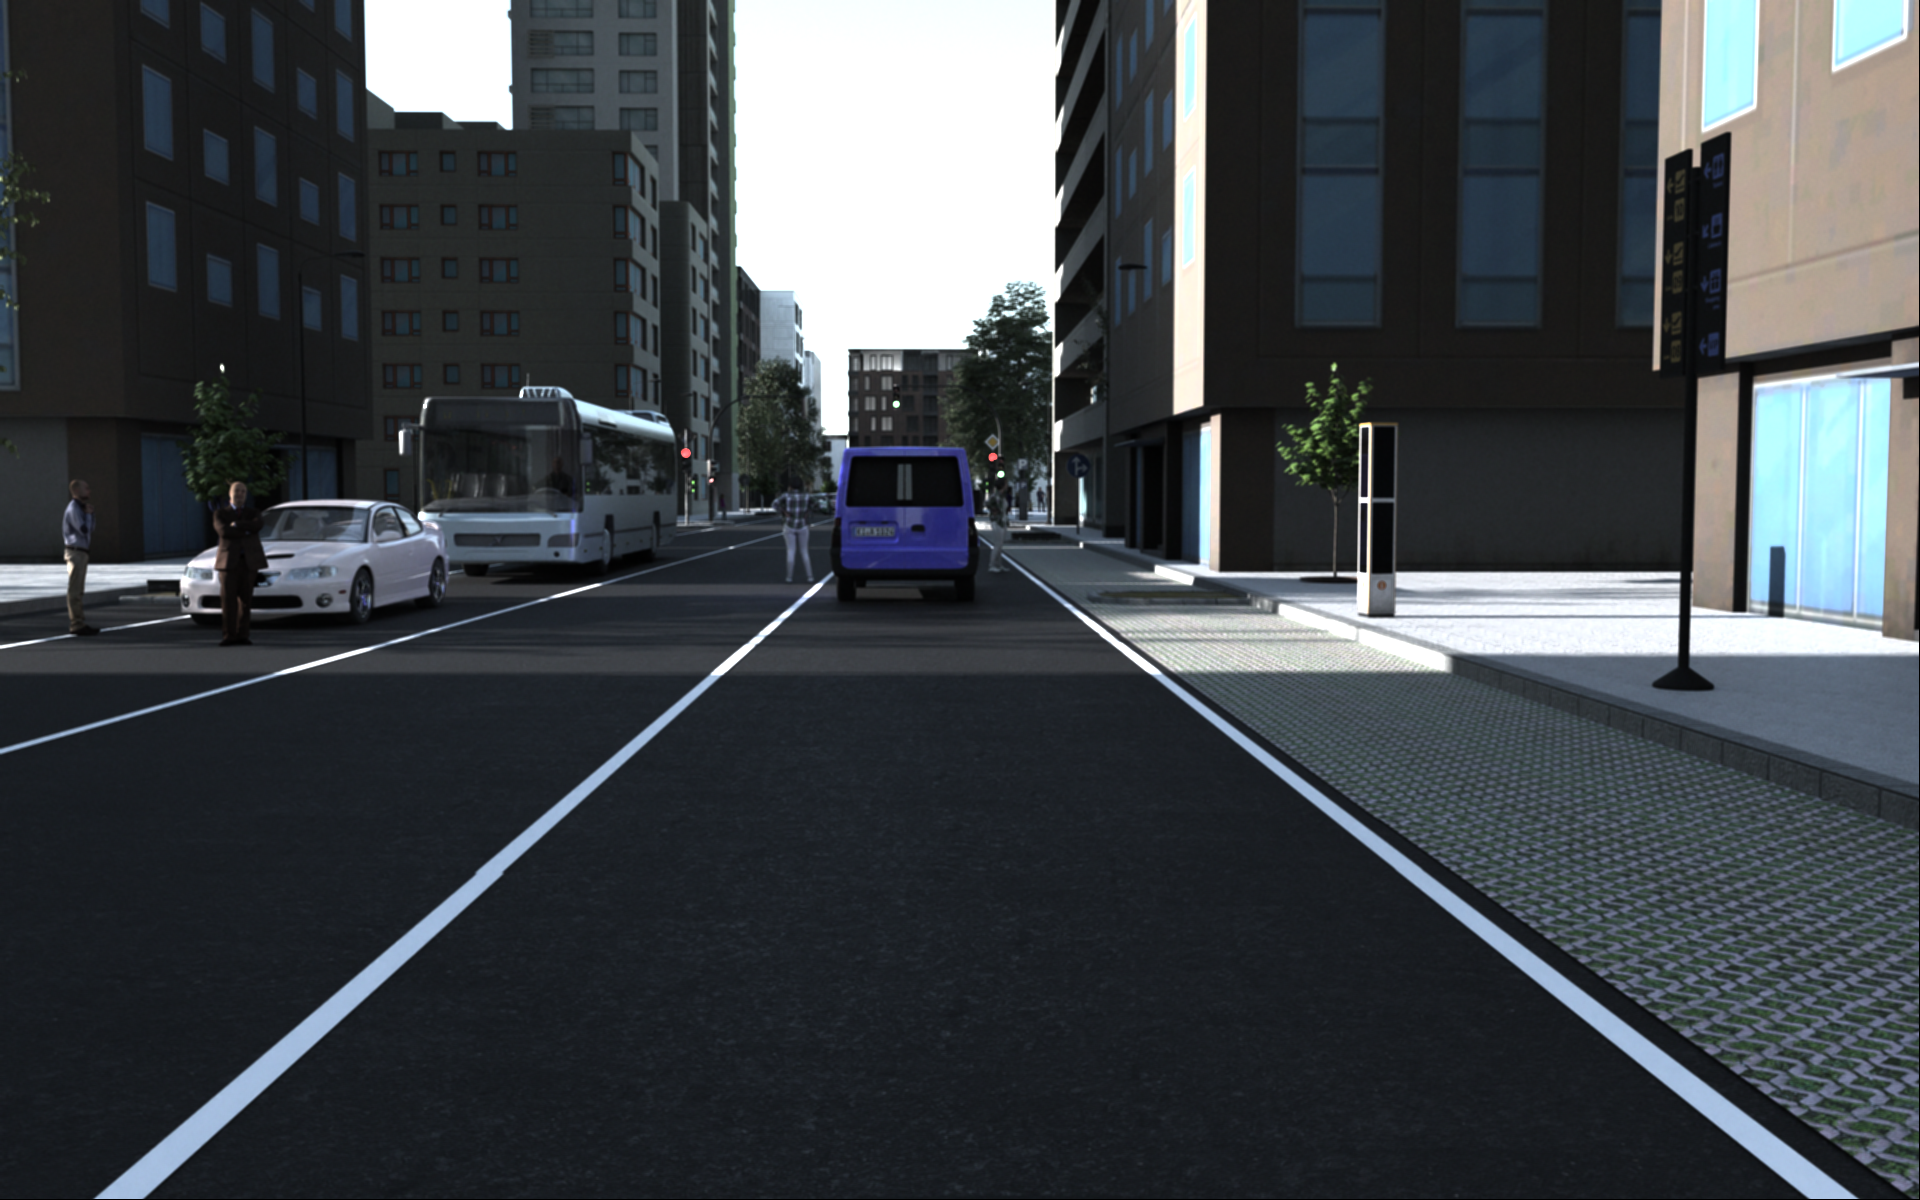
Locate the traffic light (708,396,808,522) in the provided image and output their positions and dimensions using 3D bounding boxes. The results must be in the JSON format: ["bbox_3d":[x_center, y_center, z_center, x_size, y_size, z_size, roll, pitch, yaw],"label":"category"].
[{"bbox_3d":[-9.411,-6.449,80.106,4.771,5.953,1.251,0,4,-1],"label":"traffic light"}]

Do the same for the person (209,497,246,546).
[{"bbox_3d":[-13.010,-1.476,30.887,0.504,1.737,0.576,3,4,35],"label":"person"}]

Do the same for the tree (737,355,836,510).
[{"bbox_3d":[-14.975,-13.725,141.406,9.611,12.733,9.660,0,3,0],"label":"tree"}]

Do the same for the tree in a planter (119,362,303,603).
[{"bbox_3d":[-10.055,-1.613,23.590,1.991,3.239,1.994,0,4,-1],"label":"tree in a planter"}]

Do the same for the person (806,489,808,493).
[{"bbox_3d":[-15.494,-10.382,175.870,0.705,1.814,1.350,0,4,-2],"label":"person"}]

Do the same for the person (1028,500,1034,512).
[{"bbox_3d":[5.192,-6.887,126.568,0.347,0.859,0.695,1,4,21],"label":"person"}]

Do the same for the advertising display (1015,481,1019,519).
[{"bbox_3d":[3.107,-5.020,87.297,0.123,1.923,0.974,-2,4,-34],"label":"advertising display"}]

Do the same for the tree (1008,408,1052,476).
[{"bbox_3d":[5.531,-11.600,140.026,4.360,8.622,3.978,0,3,0],"label":"tree"}]

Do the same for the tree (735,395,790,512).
[{"bbox_3d":[-14.474,-10.782,126.655,4.737,8.622,4.395,0,3,0],"label":"tree"}]

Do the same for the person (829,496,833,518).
[{"bbox_3d":[-7.860,-5.715,105.851,0.340,1.345,0.435,-1,4,-12],"label":"person"}]

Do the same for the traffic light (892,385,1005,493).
[{"bbox_3d":[-0.425,-5.962,72.145,4.771,5.953,1.251,0,4,-1],"label":"traffic light"}]

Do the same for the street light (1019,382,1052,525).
[{"bbox_3d":[3.150,-6.071,71.799,1.470,5.913,1.316,0,4,-1],"label":"street light"}]

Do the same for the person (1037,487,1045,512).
[{"bbox_3d":[5.734,-7.017,121.221,0.683,1.767,0.568,-2,4,-32],"label":"person"}]

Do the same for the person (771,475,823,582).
[{"bbox_3d":[-2.656,-1.155,28.109,0.841,1.734,0.376,-1,4,-10],"label":"person"}]

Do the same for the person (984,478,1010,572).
[{"bbox_3d":[0.705,-1.389,31.940,0.376,1.734,0.841,1,4,22],"label":"person"}]

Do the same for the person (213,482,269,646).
[{"bbox_3d":[-6.826,-0.348,16.457,0.482,1.546,0.388,-2,4,-27],"label":"person"}]

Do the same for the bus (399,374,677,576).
[{"bbox_3d":[-7.522,-2.336,33.051,2.948,3.499,13.247,0,4,-2],"label":"bus"}]

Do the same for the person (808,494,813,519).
[{"bbox_3d":[-8.849,-5.496,101.595,0.726,1.434,0.776,-2,4,-28],"label":"person"}]

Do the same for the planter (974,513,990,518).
[{"bbox_3d":[1.019,-5.159,105.491,1.991,0.319,1.994,0,4,-1],"label":"planter"}]

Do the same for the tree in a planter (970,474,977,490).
[{"bbox_3d":[0.440,-8.264,132.339,1.991,3.239,1.994,0,4,-1],"label":"tree in a planter"}]

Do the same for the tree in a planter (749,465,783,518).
[{"bbox_3d":[-11.746,-6.619,105.441,1.991,3.239,1.994,0,4,-1],"label":"tree in a planter"}]

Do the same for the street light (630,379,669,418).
[{"bbox_3d":[-12.763,-5.968,70.117,1.470,5.913,1.316,0,4,-1],"label":"street light"}]

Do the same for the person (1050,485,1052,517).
[{"bbox_3d":[5.156,-5.518,96.385,0.434,1.807,0.598,0,4,-1],"label":"person"}]

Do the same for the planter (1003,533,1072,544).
[{"bbox_3d":[2.158,-1.775,50.154,1.991,0.319,1.994,0,4,-1],"label":"planter"}]

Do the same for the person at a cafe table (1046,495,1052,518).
[{"bbox_3d":[5.681,-5.238,94.161,1.622,1.524,1.698,1,4,18],"label":"person at a cafe table"}]

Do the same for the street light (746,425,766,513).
[{"bbox_3d":[-13.755,-8.820,116.743,1.470,5.913,1.316,0,4,-1],"label":"street light"}]

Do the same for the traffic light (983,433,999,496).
[{"bbox_3d":[1.498,-5.590,80.313,0.839,4.253,0.868,0,4,-1],"label":"traffic light"}]

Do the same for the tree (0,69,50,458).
[{"bbox_3d":[-13.414,-4.359,21.636,4.737,8.622,4.395,0,3,0],"label":"tree"}]

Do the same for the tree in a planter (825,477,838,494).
[{"bbox_3d":[-13.332,-11.309,182.125,1.991,3.239,1.994,0,4,-1],"label":"tree in a planter"}]

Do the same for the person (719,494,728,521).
[{"bbox_3d":[-11.814,-4.606,87.051,0.726,1.435,0.776,3,5,42],"label":"person"}]

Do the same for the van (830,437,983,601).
[{"bbox_3d":[-0.746,-1.252,24.853,2.240,2.365,5.245,0,4,-1],"label":"van"}]

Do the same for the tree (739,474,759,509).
[{"bbox_3d":[-18.505,-10.212,150.687,4.285,4.588,4.351,0,3,0],"label":"tree"}]

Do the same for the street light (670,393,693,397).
[{"bbox_3d":[-12.990,-6.566,79.888,1.470,5.913,1.316,0,4,-1],"label":"street light"}]

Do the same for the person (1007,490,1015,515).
[{"bbox_3d":[3.162,-6.064,107.564,0.453,1.535,0.546,3,5,44],"label":"person"}]

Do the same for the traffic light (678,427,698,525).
[{"bbox_3d":[-11.334,-5.084,72.044,0.839,4.253,0.868,0,4,-1],"label":"traffic light"}]

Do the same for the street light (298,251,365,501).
[{"bbox_3d":[-12.054,-3.710,33.206,1.470,5.913,1.316,0,4,-1],"label":"street light"}]

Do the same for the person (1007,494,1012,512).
[{"bbox_3d":[3.505,-7.039,123.594,0.387,1.526,0.523,0,4,2],"label":"person"}]

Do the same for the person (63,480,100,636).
[{"bbox_3d":[-8.957,-0.435,17.671,0.319,1.574,0.516,-1,4,-16],"label":"person"}]

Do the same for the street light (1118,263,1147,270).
[{"bbox_3d":[3.884,-3.823,35.052,1.470,5.913,1.316,0,4,-1],"label":"street light"}]
